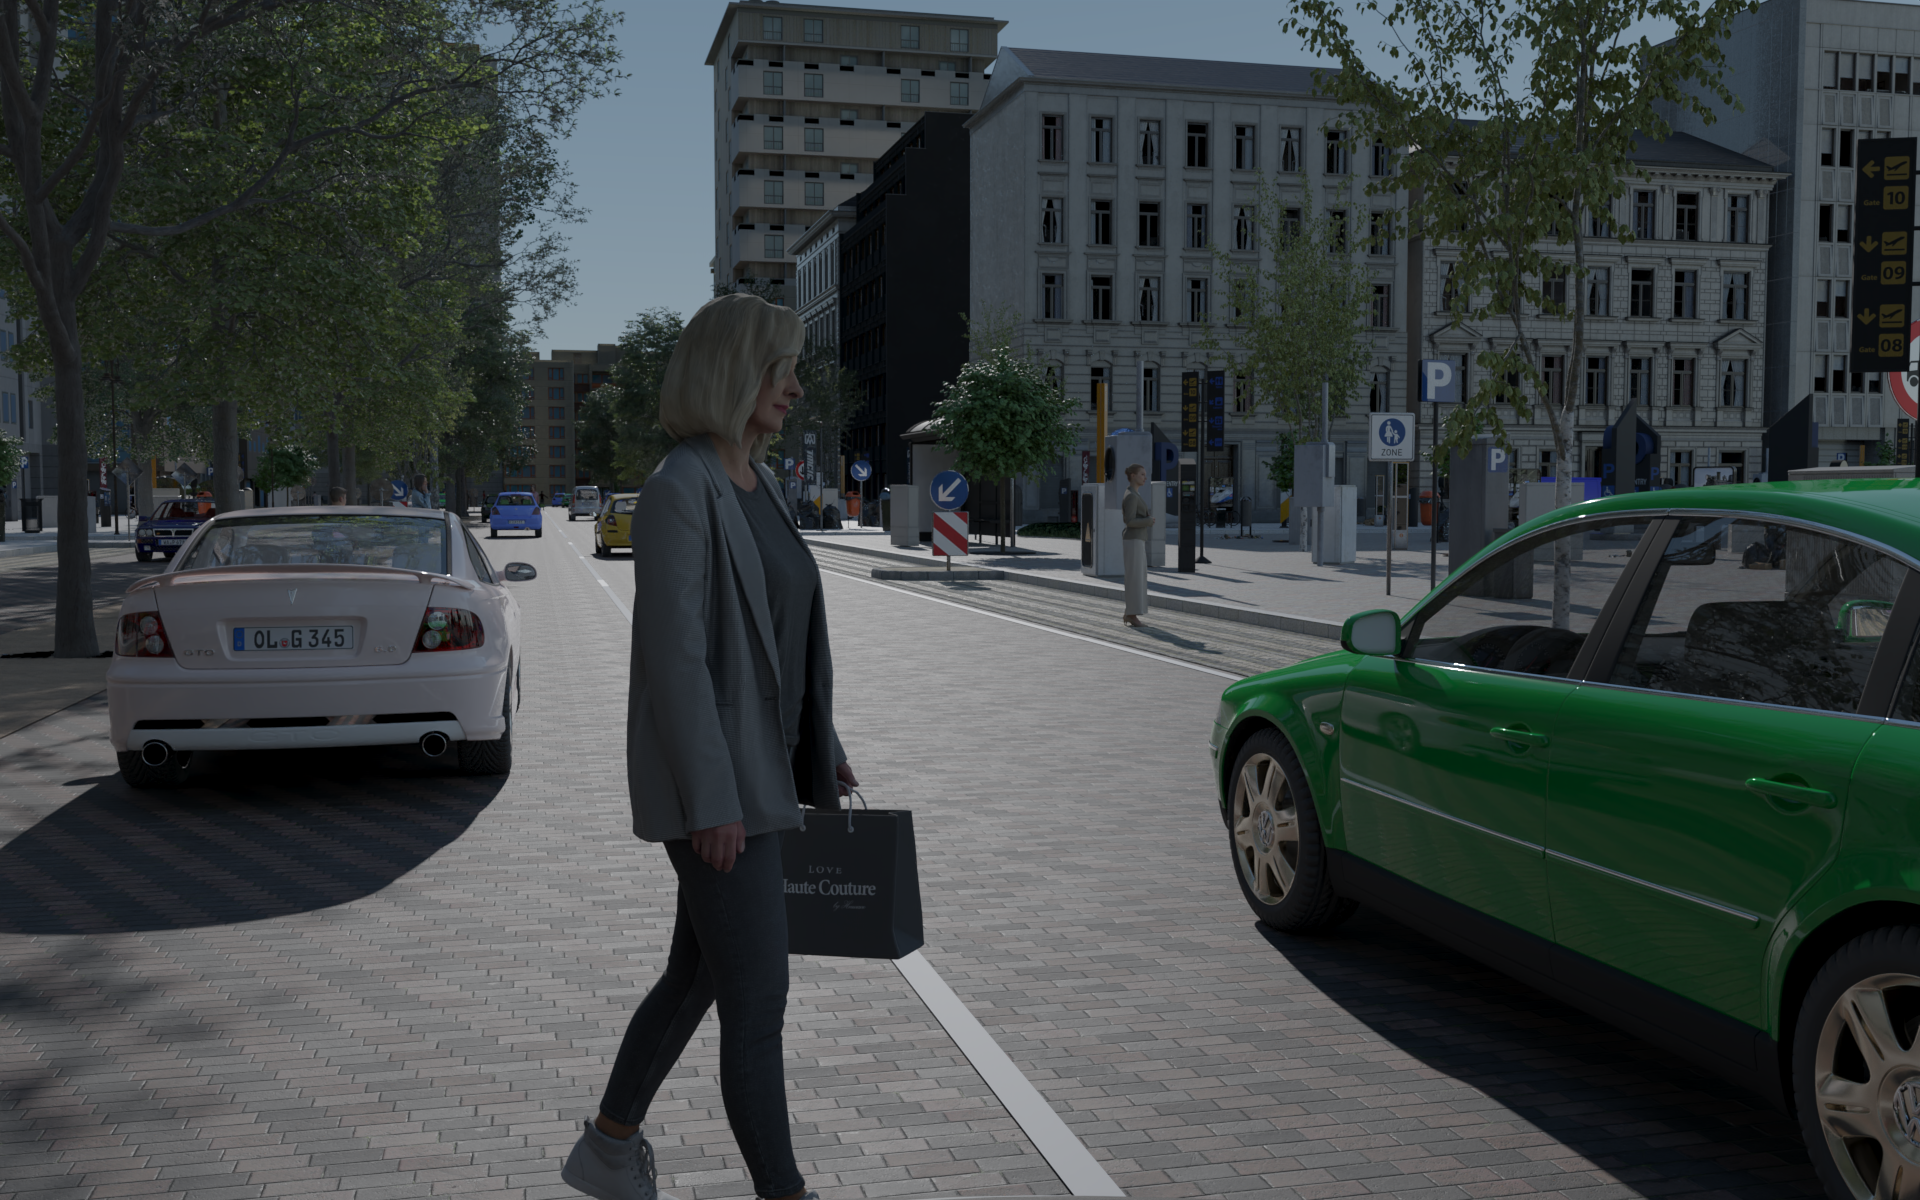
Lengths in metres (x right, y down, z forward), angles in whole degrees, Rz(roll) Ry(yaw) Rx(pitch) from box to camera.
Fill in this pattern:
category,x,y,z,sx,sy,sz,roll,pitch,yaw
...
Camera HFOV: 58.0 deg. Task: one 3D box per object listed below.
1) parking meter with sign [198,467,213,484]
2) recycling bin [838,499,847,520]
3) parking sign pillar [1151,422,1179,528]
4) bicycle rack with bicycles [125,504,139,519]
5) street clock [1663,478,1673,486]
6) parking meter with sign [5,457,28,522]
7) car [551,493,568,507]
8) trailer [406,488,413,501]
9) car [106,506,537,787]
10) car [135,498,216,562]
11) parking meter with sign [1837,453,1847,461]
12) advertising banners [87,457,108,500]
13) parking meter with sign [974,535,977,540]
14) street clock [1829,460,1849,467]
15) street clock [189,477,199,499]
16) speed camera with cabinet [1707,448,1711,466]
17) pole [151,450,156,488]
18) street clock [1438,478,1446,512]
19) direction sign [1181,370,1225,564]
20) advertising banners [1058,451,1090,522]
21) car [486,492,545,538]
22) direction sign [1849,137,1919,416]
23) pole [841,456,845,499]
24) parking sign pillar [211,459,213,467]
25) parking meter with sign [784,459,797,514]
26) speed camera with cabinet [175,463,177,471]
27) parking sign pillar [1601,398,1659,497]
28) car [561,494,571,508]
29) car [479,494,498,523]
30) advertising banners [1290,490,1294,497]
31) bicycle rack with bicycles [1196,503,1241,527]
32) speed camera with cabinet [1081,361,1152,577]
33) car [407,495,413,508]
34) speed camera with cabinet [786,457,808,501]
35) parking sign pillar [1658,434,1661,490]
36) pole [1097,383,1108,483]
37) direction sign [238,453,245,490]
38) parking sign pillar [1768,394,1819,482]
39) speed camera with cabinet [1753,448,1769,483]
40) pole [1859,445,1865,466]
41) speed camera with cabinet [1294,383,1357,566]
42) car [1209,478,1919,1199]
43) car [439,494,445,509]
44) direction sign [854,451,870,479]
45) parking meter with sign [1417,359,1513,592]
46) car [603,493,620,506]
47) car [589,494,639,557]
category,x,y,z,sx,sy,sz,roll,pitch,yaw
parking meter with sign,-48.886,-7.076,111.945,0.543,3.016,1.738,1,4,12
recycling bin,-6.013,-4.439,85.134,0.722,1.027,0.722,2,4,29
parking sign pillar,7.746,-4.700,65.319,1.447,3.967,1.447,3,5,44
bicycle rack with bicycles,-40.760,-4.606,88.696,2.925,0.926,2.852,1,4,11
street clock,32.165,-4.533,78.684,0.358,2.002,0.471,0,4,-7
parking meter with sign,-44.384,-5.167,80.740,1.738,3.016,0.543,0,4,8
car,-43.652,-10.974,189.007,1.945,1.707,3.694,-1,4,-15
trailer,-50.301,-9.282,158.811,1.471,1.999,3.904,-1,4,-15
car,-3.515,0.144,10.007,2.083,1.381,4.827,-1,4,-13
car,-16.875,-1.559,38.069,1.945,1.354,3.894,-1,4,-13
parking meter with sign,38.058,-4.718,73.394,1.738,3.016,0.543,-1,4,-12
advertising banners,-40.420,-5.161,80.572,0.090,3.025,2.074,1,4,20
parking meter with sign,-0.377,-3.186,48.345,1.738,3.016,0.543,-1,4,-9
street clock,18.615,-1.967,36.729,0.471,2.002,0.358,-3,5,-40
street clock,-32.297,-4.188,73.047,0.358,2.002,0.471,-2,4,-27
speed camera with cabinet,32.244,-4.835,73.389,0.660,3.252,2.038,0,4,-5
pole,-33.064,-4.723,71.061,0.158,3.312,0.155,0,3,0
street clock,19.940,-4.105,71.683,0.358,2.002,0.471,2,4,28
direction sign,4.477,-2.446,31.982,0.876,3.537,0.379,3,4,36
advertising banners,4.649,-4.545,70.499,0.090,3.025,2.074,-2,4,-33
car,-14.972,-2.985,58.389,1.945,1.707,3.694,-1,4,-15
direction sign,6.151,-1.166,11.062,0.876,3.537,0.379,1,4,12
pole,-6.236,-6.006,92.040,0.158,3.312,0.155,0,3,0
parking sign pillar,-52.872,-8.288,123.983,1.447,3.967,1.447,2,4,27
parking meter with sign,-8.188,-5.379,84.204,0.543,3.016,1.738,-1,4,-13
speed camera with cabinet,-43.448,-6.114,94.294,2.038,3.252,0.660,-1,4,-9
parking sign pillar,18.362,-3.659,48.296,1.447,3.967,1.447,3,5,44
car,-40.271,-10.415,179.083,1.959,1.807,4.718,-1,4,-15
car,-23.608,-4.823,88.645,2.009,1.686,4.222,-1,4,-14
advertising banners,12.296,-4.134,63.778,0.090,3.025,2.074,2,4,25
bicycle rack with bicycles,9.410,-3.416,69.232,2.925,0.926,2.852,2,4,34
speed camera with cabinet,2.367,-1.966,26.484,0.660,3.252,2.038,-1,4,-10
car,-37.921,-6.671,121.438,2.083,1.381,4.827,-1,4,-14
speed camera with cabinet,-8.192,-5.947,91.567,2.038,3.252,0.660,2,4,23
parking sign pillar,21.453,-4.045,54.615,1.447,3.967,1.447,-1,4,-20
pole,2.620,-2.332,31.978,0.158,3.312,0.155,0,3,0
direction sign,-39.294,-6.285,94.763,0.379,3.537,0.876,-3,5,-42
parking sign pillar,22.673,-3.589,47.144,1.447,3.967,1.447,-1,4,-23
speed camera with cabinet,34.569,-4.963,75.477,0.660,3.252,2.038,0,4,-7
pole,37.699,-4.809,72.468,0.158,3.312,0.155,0,3,0
speed camera with cabinet,6.657,-2.274,31.516,0.660,3.252,2.038,2,4,29
car,2.195,0.259,4.564,1.959,1.807,4.718,-1,4,-15
car,-44.321,-8.513,147.980,1.959,1.807,4.718,-1,4,-14
direction sign,-5.218,-6.117,92.006,0.876,3.537,0.379,-2,4,-25
parking meter with sign,6.532,-1.564,21.828,0.543,3.016,1.738,-2,4,-24
car,-27.326,-7.787,136.903,1.945,1.707,3.694,-1,4,-13
car,-7.730,-1.885,41.044,2.015,1.641,3.980,-1,4,-15
